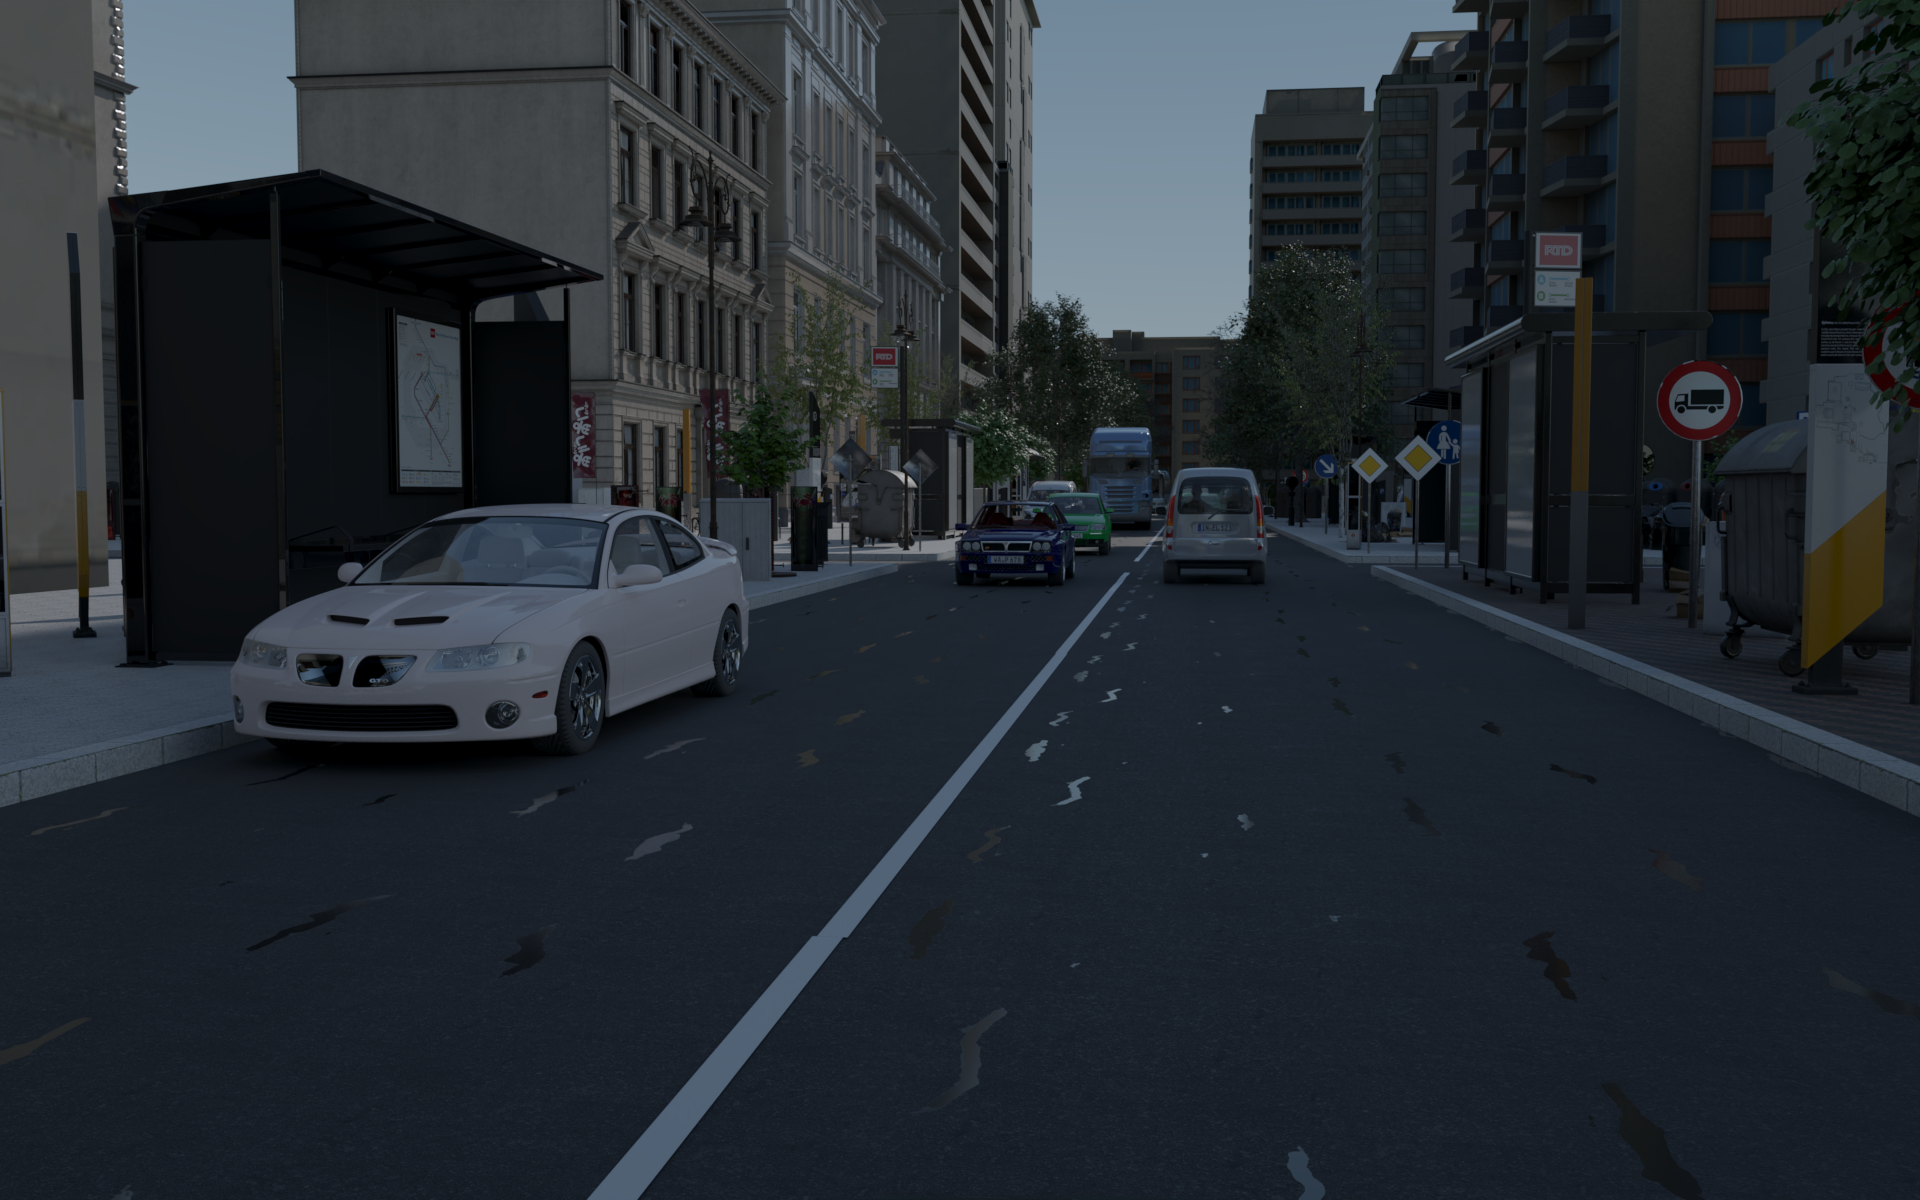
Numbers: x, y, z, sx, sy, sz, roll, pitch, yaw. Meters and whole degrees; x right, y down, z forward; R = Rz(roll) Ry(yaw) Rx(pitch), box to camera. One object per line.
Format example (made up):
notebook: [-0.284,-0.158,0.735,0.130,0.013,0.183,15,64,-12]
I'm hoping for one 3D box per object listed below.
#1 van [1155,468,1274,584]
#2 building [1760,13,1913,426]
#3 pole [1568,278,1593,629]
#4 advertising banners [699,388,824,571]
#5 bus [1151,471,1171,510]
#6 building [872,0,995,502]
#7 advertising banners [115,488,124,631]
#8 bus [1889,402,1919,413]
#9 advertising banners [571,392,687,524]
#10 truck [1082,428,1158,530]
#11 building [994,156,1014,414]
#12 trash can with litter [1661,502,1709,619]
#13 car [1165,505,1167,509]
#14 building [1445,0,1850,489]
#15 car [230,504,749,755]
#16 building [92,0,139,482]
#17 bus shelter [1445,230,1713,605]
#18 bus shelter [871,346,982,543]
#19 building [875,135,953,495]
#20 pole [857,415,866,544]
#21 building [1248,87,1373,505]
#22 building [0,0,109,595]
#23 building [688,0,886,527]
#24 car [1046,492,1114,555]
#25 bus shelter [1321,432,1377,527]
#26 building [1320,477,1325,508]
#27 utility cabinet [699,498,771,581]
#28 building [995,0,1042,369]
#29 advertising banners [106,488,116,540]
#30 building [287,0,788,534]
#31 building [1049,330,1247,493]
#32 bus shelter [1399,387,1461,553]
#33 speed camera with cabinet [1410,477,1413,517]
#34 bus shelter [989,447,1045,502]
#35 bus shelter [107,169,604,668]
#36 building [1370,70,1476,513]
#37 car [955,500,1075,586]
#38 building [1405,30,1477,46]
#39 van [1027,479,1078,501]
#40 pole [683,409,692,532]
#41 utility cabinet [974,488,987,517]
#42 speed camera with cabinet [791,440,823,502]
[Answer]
van: [4.278,-1.352,29.121,2.013,2.044,4.112,0,4,8]
building: [45.245,-12.842,55.004,28.899,21.520,27.650,0,4,8]
pole: [5.902,-1.384,16.477,0.158,3.312,0.155,0,3,0]
advertising banners: [-3.306,-1.991,28.734,2.074,3.025,0.090,0,4,4]
bus: [14.677,-8.470,133.337,2.948,3.499,13.247,1,4,9]
building: [-9.224,-30.770,126.796,21.300,48.544,21.600,0,4,8]
advertising banners: [-7.299,-1.240,16.459,0.090,3.025,2.074,1,4,10]
bus: [23.206,-2.442,31.476,12.252,3.916,2.896,0,4,6]
advertising banners: [-5.771,-2.066,29.963,2.074,3.025,0.090,-1,4,-19]
truck: [7.155,-5.282,76.123,2.967,4.110,18.799,0,4,6]
building: [-3.166,-22.811,144.667,14.160,30.474,14.107,0,4,8]
trash can with litter: [7.793,-0.386,17.691,1.055,1.170,0.624,2,4,32]
car: [7.079,-2.635,51.878,1.959,1.807,4.718,0,4,8]
building: [36.305,-26.321,84.980,22.147,44.769,28.867,0,4,8]
car: [-2.736,0.076,11.127,2.083,1.381,4.827,1,4,9]
building: [-38.479,-13.893,56.033,19.941,23.489,11.050,0,4,8]
bus shelter: [8.115,-2.849,24.209,2.179,5.291,8.768,0,4,7]
bus shelter: [-0.993,-4.401,49.595,2.179,5.291,8.768,0,4,8]
building: [-8.603,-15.772,99.667,13.314,21.916,24.055,0,4,8]
pole: [-2.549,-3.116,44.792,0.158,3.312,0.155,0,3,0]
building: [45.843,-35.862,210.053,21.600,48.544,21.300,0,4,8]
building: [-23.634,-23.836,13.426,21.600,48.544,21.300,0,4,8]
building: [-11.536,-17.786,76.697,13.634,28.700,20.117,0,4,8]
car: [2.774,-2.039,42.128,1.959,1.807,4.718,0,4,6]
bus shelter: [15.310,-4.713,68.348,1.731,3.624,6.357,0,4,7]
building: [50.935,-28.835,163.326,32.217,40.220,23.993,0,4,8]
utility cabinet: [-3.314,-0.882,25.578,1.020,1.237,0.306,0,4,0]
building: [-7.047,-35.464,169.072,27.495,52.752,28.713,0,4,8]
advertising banners: [-23.772,-3.183,48.232,2.074,3.025,0.090,0,4,2]
building: [-13.025,-11.787,57.351,10.561,19.102,19.286,0,4,8]
building: [21.399,-22.847,218.587,28.899,21.520,27.650,0,4,8]
bus shelter: [11.615,-3.041,40.997,1.731,3.624,6.357,0,4,8]
speed camera with cabinet: [25.415,-6.261,96.706,0.660,3.252,2.038,3,5,41]
bus shelter: [2.251,-4.722,71.136,2.014,3.302,5.546,0,4,8]
bus shelter: [-5.069,-1.496,15.741,1.731,3.624,6.357,0,4,7]
building: [35.905,-21.427,122.033,14.160,30.474,14.107,0,4,8]
car: [0.949,-0.970,28.441,1.945,1.354,3.894,0,4,7]
building: [47.331,-27.386,139.645,32.217,40.220,23.993,0,4,8]
van: [2.840,-2.858,53.735,2.013,2.044,4.112,0,4,8]
pole: [-6.559,-2.923,41.628,0.158,3.312,0.155,0,3,0]
utility cabinet: [0.422,-3.465,65.324,1.173,1.500,0.318,1,4,16]
speed camera with cabinet: [-5.351,-4.052,60.589,0.660,3.252,2.038,-1,4,-22]
